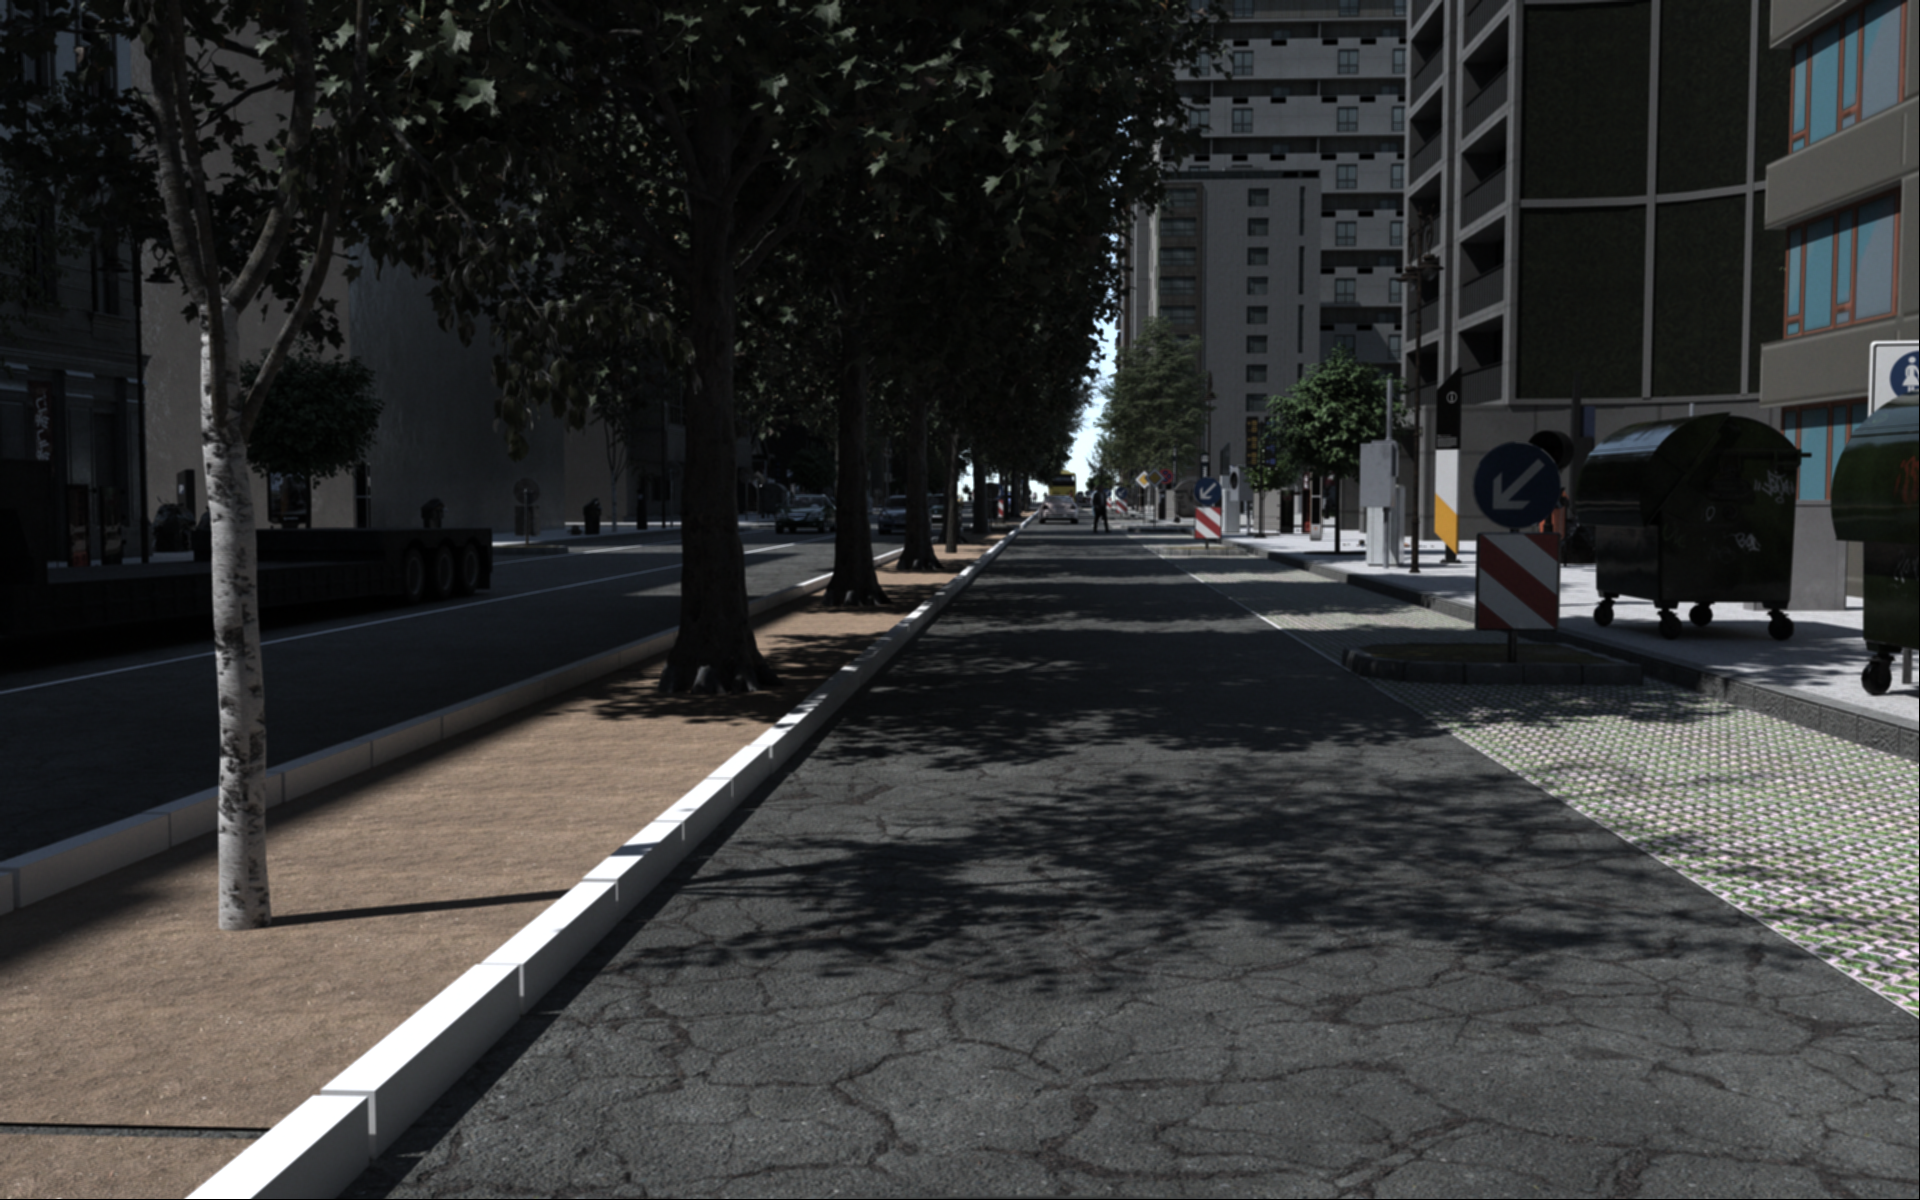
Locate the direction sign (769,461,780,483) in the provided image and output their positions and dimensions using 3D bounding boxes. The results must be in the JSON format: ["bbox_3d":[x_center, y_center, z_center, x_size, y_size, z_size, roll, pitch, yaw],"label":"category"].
[{"bbox_3d":[-12.825,-7.791,119.378,0.876,3.537,0.379,0,4,8],"label":"direction sign"}]

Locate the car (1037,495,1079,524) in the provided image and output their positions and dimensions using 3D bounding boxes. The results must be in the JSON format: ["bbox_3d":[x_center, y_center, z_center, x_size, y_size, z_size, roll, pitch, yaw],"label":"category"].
[{"bbox_3d":[4.792,-4.411,84.487,2.083,1.381,4.827,0,4,2],"label":"car"}]

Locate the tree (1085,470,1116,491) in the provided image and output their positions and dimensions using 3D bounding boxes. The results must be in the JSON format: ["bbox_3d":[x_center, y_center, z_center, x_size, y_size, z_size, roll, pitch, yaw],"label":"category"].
[{"bbox_3d":[20.885,-17.061,262.656,4.285,4.588,4.351,0,3,0],"label":"tree"}]

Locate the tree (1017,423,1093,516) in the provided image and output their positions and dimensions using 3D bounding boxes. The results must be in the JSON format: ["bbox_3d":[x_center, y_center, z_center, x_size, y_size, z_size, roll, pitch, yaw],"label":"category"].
[{"bbox_3d":[3.688,-11.402,114.634,9.928,11.665,9.643,0,3,0],"label":"tree"}]

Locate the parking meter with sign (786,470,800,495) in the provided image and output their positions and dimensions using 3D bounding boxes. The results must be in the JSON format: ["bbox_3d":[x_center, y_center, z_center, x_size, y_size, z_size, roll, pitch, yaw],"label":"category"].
[{"bbox_3d":[-11.646,-7.722,122.522,0.543,3.016,1.738,-2,4,-35],"label":"parking meter with sign"}]

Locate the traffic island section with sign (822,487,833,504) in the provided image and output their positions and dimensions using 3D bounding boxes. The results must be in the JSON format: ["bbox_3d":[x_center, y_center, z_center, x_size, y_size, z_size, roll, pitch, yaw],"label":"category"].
[{"bbox_3d":[-7.421,-5.402,96.944,1.989,1.847,2.006,0,4,3],"label":"traffic island section with sign"}]

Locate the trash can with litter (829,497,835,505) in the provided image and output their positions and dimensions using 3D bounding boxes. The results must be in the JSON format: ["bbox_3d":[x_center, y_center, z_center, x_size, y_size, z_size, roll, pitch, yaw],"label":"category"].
[{"bbox_3d":[-8.437,-6.373,115.581,1.055,1.170,0.624,3,5,43],"label":"trash can with litter"}]

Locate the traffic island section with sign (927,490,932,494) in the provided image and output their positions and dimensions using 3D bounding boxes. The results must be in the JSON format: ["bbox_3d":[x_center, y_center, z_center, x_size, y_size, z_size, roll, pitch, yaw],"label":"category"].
[{"bbox_3d":[-3.116,-10.069,173.262,1.989,1.847,2.006,0,4,3],"label":"traffic island section with sign"}]

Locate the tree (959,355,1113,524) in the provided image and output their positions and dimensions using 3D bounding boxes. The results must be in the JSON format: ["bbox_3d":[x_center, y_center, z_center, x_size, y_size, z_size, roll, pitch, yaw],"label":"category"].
[{"bbox_3d":[2.500,-11.073,93.870,12.009,13.543,11.850,0,3,0],"label":"tree"}]

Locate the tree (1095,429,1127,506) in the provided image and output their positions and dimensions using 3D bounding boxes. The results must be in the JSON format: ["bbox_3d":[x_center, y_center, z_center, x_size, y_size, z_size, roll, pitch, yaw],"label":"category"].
[{"bbox_3d":[16.134,-14.086,180.665,4.360,8.622,3.978,0,3,0],"label":"tree"}]

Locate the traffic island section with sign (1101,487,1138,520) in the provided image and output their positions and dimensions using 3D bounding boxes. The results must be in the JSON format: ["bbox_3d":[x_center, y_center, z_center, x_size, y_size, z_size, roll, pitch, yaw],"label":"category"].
[{"bbox_3d":[8.692,-5.261,94.640,1.989,1.847,2.006,0,4,3],"label":"traffic island section with sign"}]

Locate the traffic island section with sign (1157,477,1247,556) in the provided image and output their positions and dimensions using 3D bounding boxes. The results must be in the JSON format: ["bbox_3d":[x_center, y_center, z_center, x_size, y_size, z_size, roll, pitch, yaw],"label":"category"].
[{"bbox_3d":[5.659,-1.967,40.788,1.989,1.847,2.006,0,4,3],"label":"traffic island section with sign"}]

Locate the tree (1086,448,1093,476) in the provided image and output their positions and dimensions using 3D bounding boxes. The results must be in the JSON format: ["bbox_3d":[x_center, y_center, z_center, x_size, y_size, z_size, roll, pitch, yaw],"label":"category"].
[{"bbox_3d":[14.589,-12.735,158.575,4.737,8.622,4.395,0,3,0],"label":"tree"}]

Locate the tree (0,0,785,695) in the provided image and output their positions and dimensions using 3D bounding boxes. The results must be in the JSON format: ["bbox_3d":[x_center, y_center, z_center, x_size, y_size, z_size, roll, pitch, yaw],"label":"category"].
[{"bbox_3d":[-1.820,-5.678,12.304,9.611,12.733,9.660,0,3,0],"label":"tree"}]

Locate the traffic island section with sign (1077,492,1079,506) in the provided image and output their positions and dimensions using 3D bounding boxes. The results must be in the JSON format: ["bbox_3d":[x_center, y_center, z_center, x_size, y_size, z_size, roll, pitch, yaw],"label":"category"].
[{"bbox_3d":[14.646,-11.719,200.238,1.989,1.847,2.006,0,4,3],"label":"traffic island section with sign"}]

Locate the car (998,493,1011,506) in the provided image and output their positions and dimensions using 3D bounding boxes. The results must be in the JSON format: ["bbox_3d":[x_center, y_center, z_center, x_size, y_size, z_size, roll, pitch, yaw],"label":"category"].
[{"bbox_3d":[4.738,-10.459,180.593,1.945,1.707,3.694,0,4,5],"label":"car"}]

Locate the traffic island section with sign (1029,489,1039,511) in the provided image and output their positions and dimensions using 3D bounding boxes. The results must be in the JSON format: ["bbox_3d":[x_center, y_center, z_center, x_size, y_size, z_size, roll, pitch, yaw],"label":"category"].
[{"bbox_3d":[5.790,-8.581,148.441,2.006,1.907,1.989,0,4,3],"label":"traffic island section with sign"}]

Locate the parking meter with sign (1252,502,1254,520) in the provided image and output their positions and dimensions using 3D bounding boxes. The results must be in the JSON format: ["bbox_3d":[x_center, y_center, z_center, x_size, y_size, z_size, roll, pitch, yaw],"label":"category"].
[{"bbox_3d":[15.096,-5.589,87.649,0.543,3.016,1.738,1,4,17],"label":"parking meter with sign"}]

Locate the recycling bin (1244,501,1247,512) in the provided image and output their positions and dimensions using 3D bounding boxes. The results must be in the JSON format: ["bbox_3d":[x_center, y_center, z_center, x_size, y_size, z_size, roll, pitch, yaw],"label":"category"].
[{"bbox_3d":[20.155,-6.849,124.538,0.722,1.027,0.722,-1,4,-16],"label":"recycling bin"}]

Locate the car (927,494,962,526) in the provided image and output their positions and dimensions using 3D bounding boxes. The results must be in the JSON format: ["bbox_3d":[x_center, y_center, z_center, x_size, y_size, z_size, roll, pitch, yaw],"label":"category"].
[{"bbox_3d":[-0.875,-4.056,76.097,2.009,1.686,4.222,0,4,5],"label":"car"}]

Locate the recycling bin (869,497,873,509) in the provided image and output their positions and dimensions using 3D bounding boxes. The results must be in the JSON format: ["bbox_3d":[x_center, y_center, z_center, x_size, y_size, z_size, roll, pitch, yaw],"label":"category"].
[{"bbox_3d":[-7.844,-8.170,146.131,0.722,1.027,0.722,-3,4,-36],"label":"recycling bin"}]

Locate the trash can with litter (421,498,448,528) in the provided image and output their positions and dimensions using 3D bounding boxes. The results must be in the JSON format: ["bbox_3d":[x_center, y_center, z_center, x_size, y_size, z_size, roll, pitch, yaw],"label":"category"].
[{"bbox_3d":[-14.730,-2.233,47.896,0.624,1.170,1.055,2,4,28],"label":"trash can with litter"}]

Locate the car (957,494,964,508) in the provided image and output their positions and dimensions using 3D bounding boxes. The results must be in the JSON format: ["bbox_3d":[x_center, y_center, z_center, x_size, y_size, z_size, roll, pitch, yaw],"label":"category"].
[{"bbox_3d":[-0.530,-9.857,171.393,2.015,1.641,3.980,0,4,3],"label":"car"}]

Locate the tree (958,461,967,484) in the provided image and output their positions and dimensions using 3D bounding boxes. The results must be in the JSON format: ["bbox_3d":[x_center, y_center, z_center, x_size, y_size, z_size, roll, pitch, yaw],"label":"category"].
[{"bbox_3d":[-0.856,-19.062,262.024,4.737,8.622,4.395,0,3,0],"label":"tree"}]

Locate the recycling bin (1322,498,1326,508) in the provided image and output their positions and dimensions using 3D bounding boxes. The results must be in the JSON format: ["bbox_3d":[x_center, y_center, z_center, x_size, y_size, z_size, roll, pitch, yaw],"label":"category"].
[{"bbox_3d":[22.065,-5.716,106.009,0.722,1.027,0.722,0,4,1],"label":"recycling bin"}]

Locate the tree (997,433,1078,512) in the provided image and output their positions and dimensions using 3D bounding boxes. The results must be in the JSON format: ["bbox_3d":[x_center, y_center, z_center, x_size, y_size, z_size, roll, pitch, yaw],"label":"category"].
[{"bbox_3d":[5.343,-13.140,135.431,7.486,12.596,7.792,0,3,0],"label":"tree"}]

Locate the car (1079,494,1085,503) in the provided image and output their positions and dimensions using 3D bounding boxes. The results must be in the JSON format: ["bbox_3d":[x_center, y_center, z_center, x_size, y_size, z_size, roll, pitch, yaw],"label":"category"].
[{"bbox_3d":[19.052,-16.164,274.503,2.015,1.641,3.980,0,4,2],"label":"car"}]

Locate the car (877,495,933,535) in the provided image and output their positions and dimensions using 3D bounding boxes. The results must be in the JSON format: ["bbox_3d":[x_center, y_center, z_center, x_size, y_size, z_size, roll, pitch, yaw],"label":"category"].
[{"bbox_3d":[-1.963,-3.104,62.746,2.014,1.417,4.499,0,4,2],"label":"car"}]

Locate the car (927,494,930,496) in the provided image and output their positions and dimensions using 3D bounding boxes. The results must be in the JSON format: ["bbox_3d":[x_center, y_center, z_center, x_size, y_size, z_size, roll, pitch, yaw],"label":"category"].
[{"bbox_3d":[-3.367,-9.600,165.748,1.959,1.807,4.718,0,4,4],"label":"car"}]

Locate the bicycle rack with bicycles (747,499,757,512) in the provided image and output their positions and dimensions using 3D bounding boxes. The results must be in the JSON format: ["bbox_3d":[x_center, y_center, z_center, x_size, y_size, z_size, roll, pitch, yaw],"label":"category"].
[{"bbox_3d":[-14.694,-6.632,121.813,2.925,0.926,2.852,2,4,31],"label":"bicycle rack with bicycles"}]

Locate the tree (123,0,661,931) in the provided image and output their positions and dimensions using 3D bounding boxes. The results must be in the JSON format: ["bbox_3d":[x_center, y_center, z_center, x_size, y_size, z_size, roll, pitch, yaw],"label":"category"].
[{"bbox_3d":[-2.360,-3.205,5.222,4.360,8.622,3.978,0,3,0],"label":"tree"}]

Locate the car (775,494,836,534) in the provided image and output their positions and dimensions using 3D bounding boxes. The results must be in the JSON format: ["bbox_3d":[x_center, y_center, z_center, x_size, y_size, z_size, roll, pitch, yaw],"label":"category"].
[{"bbox_3d":[-5.684,-3.218,64.404,2.131,1.459,4.920,0,4,4],"label":"car"}]

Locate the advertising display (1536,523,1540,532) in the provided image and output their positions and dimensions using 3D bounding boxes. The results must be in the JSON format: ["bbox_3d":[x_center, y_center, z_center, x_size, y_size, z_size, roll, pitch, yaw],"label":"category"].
[{"bbox_3d":[12.408,-1.921,36.630,0.123,1.923,0.974,0,4,1],"label":"advertising display"}]

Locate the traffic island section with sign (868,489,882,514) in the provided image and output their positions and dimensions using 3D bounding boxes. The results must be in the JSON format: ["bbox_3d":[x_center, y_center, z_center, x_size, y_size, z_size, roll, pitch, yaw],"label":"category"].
[{"bbox_3d":[-5.886,-7.064,124.124,1.989,1.847,2.006,0,4,3],"label":"traffic island section with sign"}]

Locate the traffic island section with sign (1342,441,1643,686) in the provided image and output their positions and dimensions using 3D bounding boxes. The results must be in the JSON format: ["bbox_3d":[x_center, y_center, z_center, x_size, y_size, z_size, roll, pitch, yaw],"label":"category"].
[{"bbox_3d":[4.147,-0.321,13.875,1.989,1.847,2.006,0,4,3],"label":"traffic island section with sign"}]

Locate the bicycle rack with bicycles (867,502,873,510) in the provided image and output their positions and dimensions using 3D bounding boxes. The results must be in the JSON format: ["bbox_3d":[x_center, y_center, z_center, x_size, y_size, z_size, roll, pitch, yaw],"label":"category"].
[{"bbox_3d":[-8.486,-7.556,136.923,2.925,0.926,2.852,0,4,5],"label":"bicycle rack with bicycles"}]

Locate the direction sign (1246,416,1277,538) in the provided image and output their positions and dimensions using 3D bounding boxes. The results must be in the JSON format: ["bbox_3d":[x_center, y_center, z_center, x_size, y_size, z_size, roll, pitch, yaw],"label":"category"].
[{"bbox_3d":[8.796,-3.585,50.619,0.876,3.537,0.379,0,4,7],"label":"direction sign"}]

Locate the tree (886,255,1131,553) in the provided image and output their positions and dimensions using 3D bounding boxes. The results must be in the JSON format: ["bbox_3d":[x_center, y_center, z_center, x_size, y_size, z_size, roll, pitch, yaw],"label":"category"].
[{"bbox_3d":[-0.257,-6.382,41.223,8.767,10.594,7.601,0,4,3],"label":"tree"}]

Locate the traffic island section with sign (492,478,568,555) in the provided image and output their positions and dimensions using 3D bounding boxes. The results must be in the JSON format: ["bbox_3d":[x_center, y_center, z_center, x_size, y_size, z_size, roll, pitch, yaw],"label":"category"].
[{"bbox_3d":[-10.541,-2.021,41.673,1.989,1.847,2.006,0,4,3],"label":"traffic island section with sign"}]

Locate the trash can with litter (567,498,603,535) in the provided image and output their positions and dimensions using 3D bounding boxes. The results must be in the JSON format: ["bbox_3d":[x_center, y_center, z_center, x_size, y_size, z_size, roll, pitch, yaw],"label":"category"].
[{"bbox_3d":[-11.819,-2.642,54.577,1.055,1.170,0.624,-2,4,-24],"label":"trash can with litter"}]

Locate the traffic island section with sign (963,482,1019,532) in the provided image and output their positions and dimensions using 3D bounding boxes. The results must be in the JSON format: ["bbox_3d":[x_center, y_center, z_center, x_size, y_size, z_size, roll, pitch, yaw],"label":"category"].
[{"bbox_3d":[1.138,-3.541,66.026,2.006,1.907,1.989,0,4,3],"label":"traffic island section with sign"}]

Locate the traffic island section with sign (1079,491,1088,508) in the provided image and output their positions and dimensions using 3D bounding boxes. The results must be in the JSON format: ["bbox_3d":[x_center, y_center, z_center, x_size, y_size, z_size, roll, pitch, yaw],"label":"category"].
[{"bbox_3d":[13.138,-10.070,173.279,1.989,1.847,2.006,0,4,3],"label":"traffic island section with sign"}]

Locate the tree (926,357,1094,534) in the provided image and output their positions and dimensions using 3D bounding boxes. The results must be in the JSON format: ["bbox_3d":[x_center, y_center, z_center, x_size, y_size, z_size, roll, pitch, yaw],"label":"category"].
[{"bbox_3d":[0.766,-9.327,61.601,9.857,13.997,8.962,0,3,0],"label":"tree"}]

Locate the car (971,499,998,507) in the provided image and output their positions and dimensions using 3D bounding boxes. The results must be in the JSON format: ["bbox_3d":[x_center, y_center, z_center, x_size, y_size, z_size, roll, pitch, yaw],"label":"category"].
[{"bbox_3d":[1.906,-7.444,131.498,2.009,1.686,4.222,0,4,4],"label":"car"}]

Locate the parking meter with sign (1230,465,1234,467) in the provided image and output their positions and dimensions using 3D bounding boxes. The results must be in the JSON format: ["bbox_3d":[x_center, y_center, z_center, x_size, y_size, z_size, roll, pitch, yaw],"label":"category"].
[{"bbox_3d":[16.287,-6.687,105.601,0.543,3.016,1.738,0,4,0],"label":"parking meter with sign"}]

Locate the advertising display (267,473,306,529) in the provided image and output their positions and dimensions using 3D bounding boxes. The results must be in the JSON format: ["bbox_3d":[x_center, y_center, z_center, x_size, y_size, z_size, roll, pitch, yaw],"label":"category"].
[{"bbox_3d":[-15.759,-2.169,40.673,0.123,1.923,0.974,3,5,43],"label":"advertising display"}]

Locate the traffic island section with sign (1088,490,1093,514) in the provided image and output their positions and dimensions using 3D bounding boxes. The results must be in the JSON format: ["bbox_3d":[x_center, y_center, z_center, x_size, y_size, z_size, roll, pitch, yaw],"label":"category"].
[{"bbox_3d":[10.269,-6.966,122.522,1.989,1.847,2.006,0,4,3],"label":"traffic island section with sign"}]

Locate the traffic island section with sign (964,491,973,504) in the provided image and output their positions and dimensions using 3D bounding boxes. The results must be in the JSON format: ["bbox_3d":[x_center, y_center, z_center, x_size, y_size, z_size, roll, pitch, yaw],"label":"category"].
[{"bbox_3d":[1.555,-15.124,255.903,1.989,1.847,2.006,0,4,3],"label":"traffic island section with sign"}]

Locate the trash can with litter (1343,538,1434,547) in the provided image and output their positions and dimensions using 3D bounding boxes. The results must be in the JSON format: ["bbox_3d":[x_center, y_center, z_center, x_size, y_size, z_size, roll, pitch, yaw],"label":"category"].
[{"bbox_3d":[10.386,-1.923,42.492,1.678,1.210,2.233,-2,4,-31],"label":"trash can with litter"}]
